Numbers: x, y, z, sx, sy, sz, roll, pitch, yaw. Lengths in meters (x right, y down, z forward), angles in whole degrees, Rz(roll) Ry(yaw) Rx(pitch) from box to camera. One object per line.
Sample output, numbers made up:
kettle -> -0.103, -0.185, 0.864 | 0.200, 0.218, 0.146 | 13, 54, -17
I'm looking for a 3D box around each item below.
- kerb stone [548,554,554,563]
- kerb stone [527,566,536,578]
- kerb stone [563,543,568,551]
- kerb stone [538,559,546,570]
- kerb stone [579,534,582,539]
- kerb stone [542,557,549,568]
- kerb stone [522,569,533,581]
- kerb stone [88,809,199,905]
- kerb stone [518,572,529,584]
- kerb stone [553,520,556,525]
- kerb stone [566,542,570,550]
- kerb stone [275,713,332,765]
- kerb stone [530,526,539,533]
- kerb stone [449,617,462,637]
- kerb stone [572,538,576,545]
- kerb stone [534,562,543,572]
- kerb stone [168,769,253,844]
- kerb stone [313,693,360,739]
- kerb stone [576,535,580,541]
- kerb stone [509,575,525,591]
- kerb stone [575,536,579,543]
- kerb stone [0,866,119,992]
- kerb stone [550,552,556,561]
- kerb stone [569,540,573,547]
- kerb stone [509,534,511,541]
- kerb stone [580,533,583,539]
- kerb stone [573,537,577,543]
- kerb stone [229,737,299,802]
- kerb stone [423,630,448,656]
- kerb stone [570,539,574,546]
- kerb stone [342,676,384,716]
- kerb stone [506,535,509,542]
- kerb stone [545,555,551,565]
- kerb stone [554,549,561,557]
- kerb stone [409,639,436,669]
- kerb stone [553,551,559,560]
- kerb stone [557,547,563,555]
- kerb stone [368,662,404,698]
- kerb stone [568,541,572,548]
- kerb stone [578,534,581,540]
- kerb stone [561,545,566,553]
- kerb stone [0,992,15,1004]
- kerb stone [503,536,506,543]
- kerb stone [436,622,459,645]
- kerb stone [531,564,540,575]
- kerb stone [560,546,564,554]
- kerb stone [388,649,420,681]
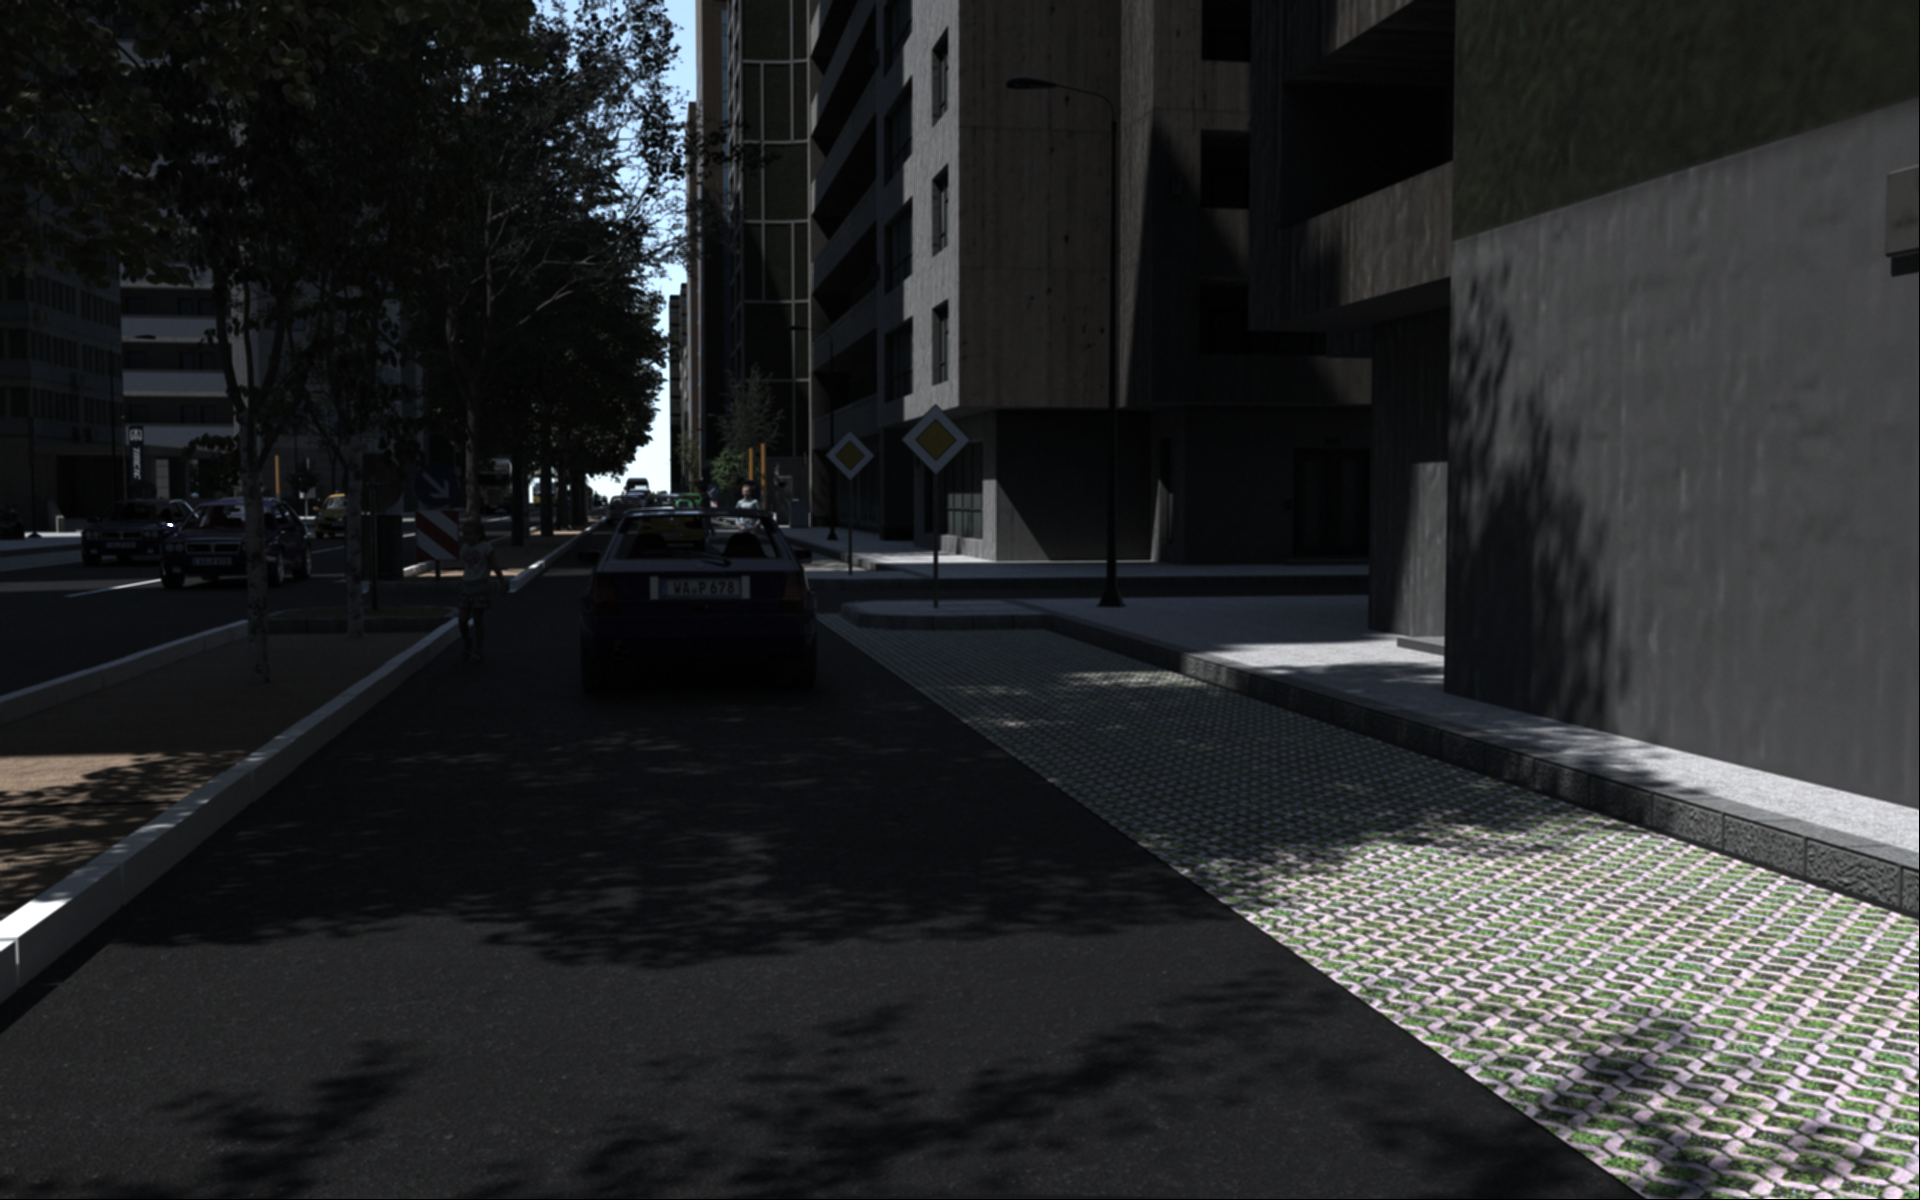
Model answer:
kerb stone -> -8.405, -0.799, 35.266 | 0.120, 0.150, 1.000 | -1, 4, -10
kerb stone -> -7.283, -0.427, 29.220 | 0.120, 0.150, 1.000 | -1, 4, -10
kerb stone -> -9.710, -1.230, 42.314 | 0.120, 0.150, 1.000 | -1, 4, -10
kerb stone -> -7.846, -0.614, 32.237 | 0.120, 0.150, 1.000 | -1, 4, -10
kerb stone -> -11.589, -1.847, 52.392 | 0.120, 0.150, 1.000 | -1, 4, -10
kerb stone -> -8.026, -0.676, 33.252 | 0.120, 0.150, 1.000 | -1, 4, -10
kerb stone -> -7.097, -0.368, 28.215 | 0.120, 0.150, 1.000 | -1, 4, -10
kerb stone -> -3.061, 0.959, 6.509 | 0.120, 0.150, 1.000 | -1, 4, -10
kerb stone -> -6.908, -0.304, 27.202 | 0.120, 0.150, 1.000 | -1, 4, -10
kerb stone -> -19.842, -3.858, 85.277 | 0.120, 0.150, 1.000 | -1, 4, -10
kerb stone -> -9.906, -1.290, 43.317 | 0.120, 0.150, 1.000 | -1, 4, -10
kerb stone -> -3.627, 0.776, 9.541 | 0.120, 0.150, 1.000 | -1, 4, -10
kerb stone -> -16.270, -2.686, 66.110 | 0.120, 0.150, 1.000 | -1, 4, -10
kerb stone -> -5.119, 0.286, 17.595 | 0.120, 0.150, 1.000 | -1, 4, -10
kerb stone -> -10.654, -1.534, 47.352 | 0.120, 0.150, 1.000 | -1, 4, -10
kerb stone -> -7.658, -0.553, 31.232 | 0.120, 0.150, 1.000 | -1, 4, -10
kerb stone -> -3.254, 0.898, 7.520 | 0.120, 0.150, 1.000 | -1, 4, -10
kerb stone -> -3.811, 0.715, 10.547 | 0.120, 0.150, 1.000 | -1, 4, -10
kerb stone -> -11.217, -1.724, 50.375 | 0.120, 0.150, 1.000 | -1, 4, -10
kerb stone -> -6.719, -0.245, 26.194 | 0.120, 0.150, 1.000 | -1, 4, -10
kerb stone -> -11.023, -1.662, 49.365 | 0.120, 0.150, 1.000 | -1, 4, -10
kerb stone -> -2.874, 1.022, 5.493 | 0.120, 0.150, 1.000 | -1, 4, -10
kerb stone -> -8.594, -0.861, 36.270 | 0.120, 0.150, 1.000 | -1, 4, -10
kerb stone -> -10.273, -1.415, 45.328 | 0.120, 0.150, 1.000 | -1, 4, -10
kerb stone -> -13.655, -1.820, 51.998 | 0.120, 0.150, 1.000 | -1, 4, -10
kerb stone -> -11.782, -1.906, 53.401 | 0.120, 0.150, 1.000 | -1, 4, -10
kerb stone -> -10.837, -1.600, 48.357 | 0.120, 0.150, 1.000 | -1, 4, -10
kerb stone -> -3.435, 0.835, 8.537 | 0.120, 0.150, 1.000 | -1, 4, -10
kerb stone -> -4.746, 0.404, 15.583 | 0.120, 0.150, 1.000 | -1, 4, -10
kerb stone -> -10.465, -1.477, 46.344 | 0.120, 0.150, 1.000 | -1, 4, -10
kerb stone -> -3.999, 0.651, 11.556 | 0.120, 0.150, 1.000 | -1, 4, -10
kerb stone -> -13.460, -1.761, 50.985 | 0.120, 0.150, 1.000 | -1, 4, -10
kerb stone -> -8.223, -0.738, 34.258 | 0.120, 0.150, 1.000 | -1, 4, -10
kerb stone -> -8.960, -0.984, 38.281 | 0.120, 0.150, 1.000 | -1, 4, -10
kerb stone -> -4.554, 0.467, 14.576 | 0.120, 0.150, 1.000 | -1, 4, -10
kerb stone -> -8.778, -0.916, 37.276 | 0.120, 0.150, 1.000 | -1, 4, -10
kerb stone -> -9.153, -1.045, 39.285 | 0.120, 0.150, 1.000 | -1, 4, -10
kerb stone -> -4.182, 0.591, 12.562 | 0.120, 0.150, 1.000 | -1, 4, -10
kerb stone -> -10.085, -1.353, 44.323 | 0.120, 0.150, 1.000 | -1, 4, -10
kerb stone -> -11.400, -1.784, 51.381 | 0.120, 0.150, 1.000 | -1, 4, -10
kerb stone -> -9.534, -1.163, 41.301 | 0.120, 0.150, 1.000 | -1, 4, -10
kerb stone -> -2.687, 1.087, 4.488 | 0.120, 0.150, 1.000 | -1, 4, -10
kerb stone -> -13.280, -1.699, 49.979 | 0.120, 0.150, 1.000 | -1, 4, -10
kerb stone -> -4.939, 0.343, 16.588 | 0.120, 0.150, 1.000 | -1, 4, -10
kerb stone -> -7.470, -0.491, 30.227 | 0.120, 0.150, 1.000 | -1, 4, -10
kerb stone -> -9.348, -1.107, 40.295 | 0.120, 0.150, 1.000 | -1, 4, -10
kerb stone -> -4.378, 0.528, 13.569 | 0.120, 0.150, 1.000 | -1, 4, -10
